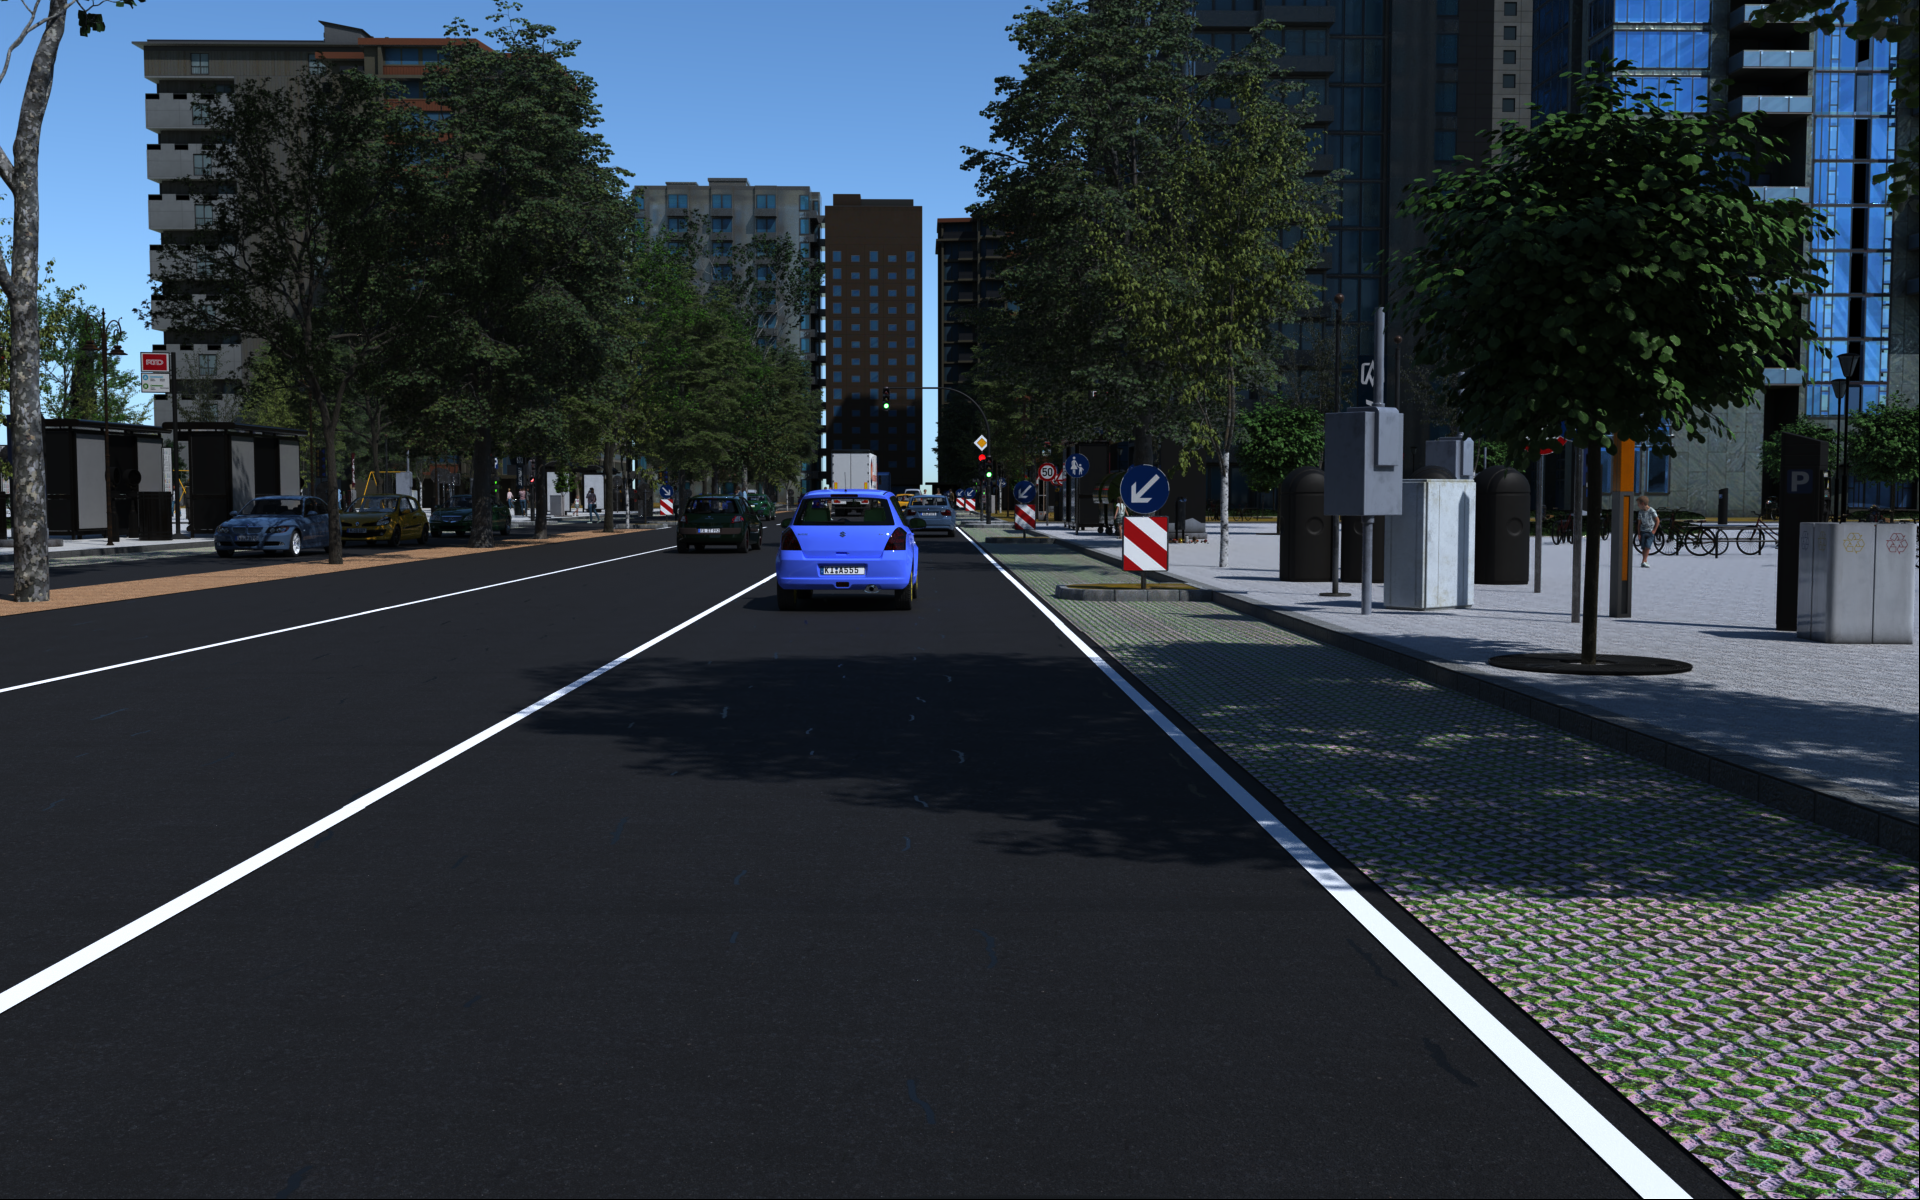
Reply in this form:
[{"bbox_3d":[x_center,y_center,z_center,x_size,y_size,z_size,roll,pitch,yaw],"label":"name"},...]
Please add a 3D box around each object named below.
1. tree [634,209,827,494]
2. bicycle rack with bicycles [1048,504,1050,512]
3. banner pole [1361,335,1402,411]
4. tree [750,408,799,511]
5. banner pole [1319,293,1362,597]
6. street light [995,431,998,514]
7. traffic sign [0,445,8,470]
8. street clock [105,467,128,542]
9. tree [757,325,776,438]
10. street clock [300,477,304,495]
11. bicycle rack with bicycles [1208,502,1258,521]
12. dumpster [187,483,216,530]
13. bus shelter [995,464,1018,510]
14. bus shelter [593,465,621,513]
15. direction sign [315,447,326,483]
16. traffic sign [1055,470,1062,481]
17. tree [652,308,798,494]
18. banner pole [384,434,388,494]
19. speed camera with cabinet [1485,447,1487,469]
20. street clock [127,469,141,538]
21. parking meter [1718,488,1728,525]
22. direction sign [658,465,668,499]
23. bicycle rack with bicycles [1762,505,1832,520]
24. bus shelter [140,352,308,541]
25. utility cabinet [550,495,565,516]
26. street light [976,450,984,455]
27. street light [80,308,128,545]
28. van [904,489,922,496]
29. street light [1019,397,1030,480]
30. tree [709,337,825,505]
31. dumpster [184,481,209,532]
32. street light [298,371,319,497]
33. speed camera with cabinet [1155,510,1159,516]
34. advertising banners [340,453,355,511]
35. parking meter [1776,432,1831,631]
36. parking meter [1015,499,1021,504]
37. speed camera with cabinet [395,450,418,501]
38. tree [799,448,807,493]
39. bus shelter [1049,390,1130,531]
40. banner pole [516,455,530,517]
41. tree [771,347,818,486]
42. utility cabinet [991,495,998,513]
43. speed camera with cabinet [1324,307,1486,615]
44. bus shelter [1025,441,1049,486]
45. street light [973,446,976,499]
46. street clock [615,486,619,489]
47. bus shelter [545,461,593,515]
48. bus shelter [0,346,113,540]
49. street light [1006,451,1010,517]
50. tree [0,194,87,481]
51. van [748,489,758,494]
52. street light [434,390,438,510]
[{"bbox_3d":[-15.529,-15.716,115.297,12.611,20.169,13.585,0,3,0],"label":"tree"},{"bbox_3d":[6.135,-6.159,114.082,2.852,0.926,2.925,2,4,29],"label":"bicycle rack with bicycles"},{"bbox_3d":[6.683,-2.289,27.446,0.863,3.779,0.401,0,3,0],"label":"banner pole"},{"bbox_3d":[-14.146,-10.497,124.440,4.737,8.622,4.395,0,3,0],"label":"tree"},{"bbox_3d":[4.692,-1.925,21.486,0.401,3.779,0.863,1,4,9],"label":"banner pole"},{"bbox_3d":[2.370,-8.557,112.688,0.468,5.910,1.993,0,4,-1],"label":"street light"},{"bbox_3d":[-23.921,-2.672,43.800,0.768,2.556,0.104,0,4,1],"label":"traffic sign"},{"bbox_3d":[-22.666,-2.557,46.378,0.358,2.002,0.471,0,4,-5],"label":"street clock"},{"bbox_3d":[-13.660,-10.064,92.755,9.928,11.665,9.643,0,3,0],"label":"tree"},{"bbox_3d":[-28.108,-4.221,73.582,0.471,2.002,0.358,-3,5,-39],"label":"street clock"},{"bbox_3d":[12.976,-4.290,83.526,2.852,0.926,2.925,2,4,34],"label":"bicycle rack with bicycles"},{"bbox_3d":[-24.408,-3.344,57.160,1.502,2.255,1.985,0,4,-1],"label":"dumpster"},{"bbox_3d":[3.770,-9.002,138.460,1.731,3.624,6.357,0,4,-1],"label":"bus shelter"},{"bbox_3d":[-25.427,-7.853,122.312,2.014,3.302,5.546,0,4,-1],"label":"bus shelter"},{"bbox_3d":[-30.968,-5.625,83.963,0.876,3.537,0.379,3,5,41],"label":"direction sign"},{"bbox_3d":[4.401,-4.409,72.087,0.884,2.594,0.081,0,4,8],"label":"traffic sign"},{"bbox_3d":[-14.555,-11.198,102.556,9.611,12.733,9.660,0,3,0],"label":"tree"},{"bbox_3d":[-24.011,-5.046,72.524,0.401,3.779,0.863,-1,4,-21],"label":"banner pole"},{"bbox_3d":[8.428,-2.108,28.797,0.660,3.252,2.038,3,5,40],"label":"speed camera with cabinet"},{"bbox_3d":[-24.131,-2.810,50.515,0.358,2.002,0.471,2,4,23],"label":"street clock"},{"bbox_3d":[32.129,-3.946,72.925,0.372,1.533,0.369,0,3,0],"label":"parking meter"},{"bbox_3d":[-23.178,-8.761,135.234,0.876,3.537,0.379,-3,5,-45],"label":"direction sign"},{"bbox_3d":[40.248,-4.312,83.881,2.852,0.926,2.925,-1,4,-16],"label":"bicycle rack with bicycles"},{"bbox_3d":[-22.102,-4.531,51.722,2.179,5.291,8.768,0,4,-1],"label":"bus shelter"},{"bbox_3d":[-24.178,-5.680,104.022,1.020,1.237,0.306,3,4,37],"label":"utility cabinet"},{"bbox_3d":[1.789,-10.349,141.990,0.468,5.910,1.993,0,4,-1],"label":"street light"},{"bbox_3d":[-21.277,-4.306,43.185,0.468,5.910,1.993,0,4,-1],"label":"street light"},{"bbox_3d":[-3.826,-8.221,141.422,2.013,2.044,4.112,0,4,0],"label":"van"},{"bbox_3d":[3.078,-6.734,82.892,0.468,5.910,1.993,0,4,-1],"label":"street light"},{"bbox_3d":[-15.333,-14.144,140.362,9.857,13.997,8.962,0,3,0],"label":"tree"},{"bbox_3d":[-25.729,-3.289,59.540,1.264,1.857,1.865,0,4,-1],"label":"dumpster"},{"bbox_3d":[-21.621,-5.195,57.721,0.468,5.910,1.993,0,4,-1],"label":"street light"},{"bbox_3d":[8.389,-4.708,71.316,2.038,3.252,0.660,0,4,-7],"label":"speed camera with cabinet"},{"bbox_3d":[-25.595,-4.668,72.510,0.090,3.025,2.074,0,4,-3],"label":"advertising banners"},{"bbox_3d":[7.893,-0.641,16.196,0.399,1.863,0.255,3,5,42],"label":"parking meter"},{"bbox_3d":[3.497,-5.916,105.141,0.372,1.533,0.369,0,3,0],"label":"parking meter"},{"bbox_3d":[-23.115,-4.770,72.323,0.660,3.252,2.038,-1,4,-9],"label":"speed camera with cabinet"},{"bbox_3d":[-14.764,-11.933,147.923,4.737,8.622,4.395,0,3,0],"label":"tree"},{"bbox_3d":[4.811,-5.326,64.714,2.179,5.291,8.768,0,4,-1],"label":"bus shelter"},{"bbox_3d":[-24.708,-6.594,97.829,0.401,3.779,0.863,3,5,43],"label":"banner pole"},{"bbox_3d":[-14.622,-12.840,130.511,7.486,12.596,7.792,0,3,0],"label":"tree"},{"bbox_3d":[2.049,-6.459,116.766,0.306,1.237,1.020,-1,4,-22],"label":"utility cabinet"},{"bbox_3d":[4.854,-1.510,19.023,2.038,3.252,0.660,-3,5,-40],"label":"speed camera with cabinet"},{"bbox_3d":[5.931,-9.292,129.556,2.179,5.291,8.768,0,4,-1],"label":"bus shelter"},{"bbox_3d":[1.326,-11.238,156.523,0.468,5.910,1.993,0,4,-1],"label":"street light"},{"bbox_3d":[-27.861,-8.322,140.638,0.358,2.002,0.471,-2,4,-26],"label":"street clock"},{"bbox_3d":[-24.467,-6.948,107.518,2.014,3.302,5.546,0,4,-1],"label":"bus shelter"},{"bbox_3d":[-25.543,-4.403,49.615,2.179,5.291,8.768,0,4,-1],"label":"bus shelter"},{"bbox_3d":[2.723,-7.668,98.152,0.468,5.910,1.993,0,4,-1],"label":"street light"},{"bbox_3d":[-22.044,-5.382,38.365,4.737,8.622,4.395,0,3,0],"label":"tree"},{"bbox_3d":[-18.761,-8.978,153.803,2.013,2.044,4.112,0,4,-3],"label":"van"},{"bbox_3d":[-21.876,-6.084,72.260,0.468,5.910,1.993,0,4,-1],"label":"street light"}]
